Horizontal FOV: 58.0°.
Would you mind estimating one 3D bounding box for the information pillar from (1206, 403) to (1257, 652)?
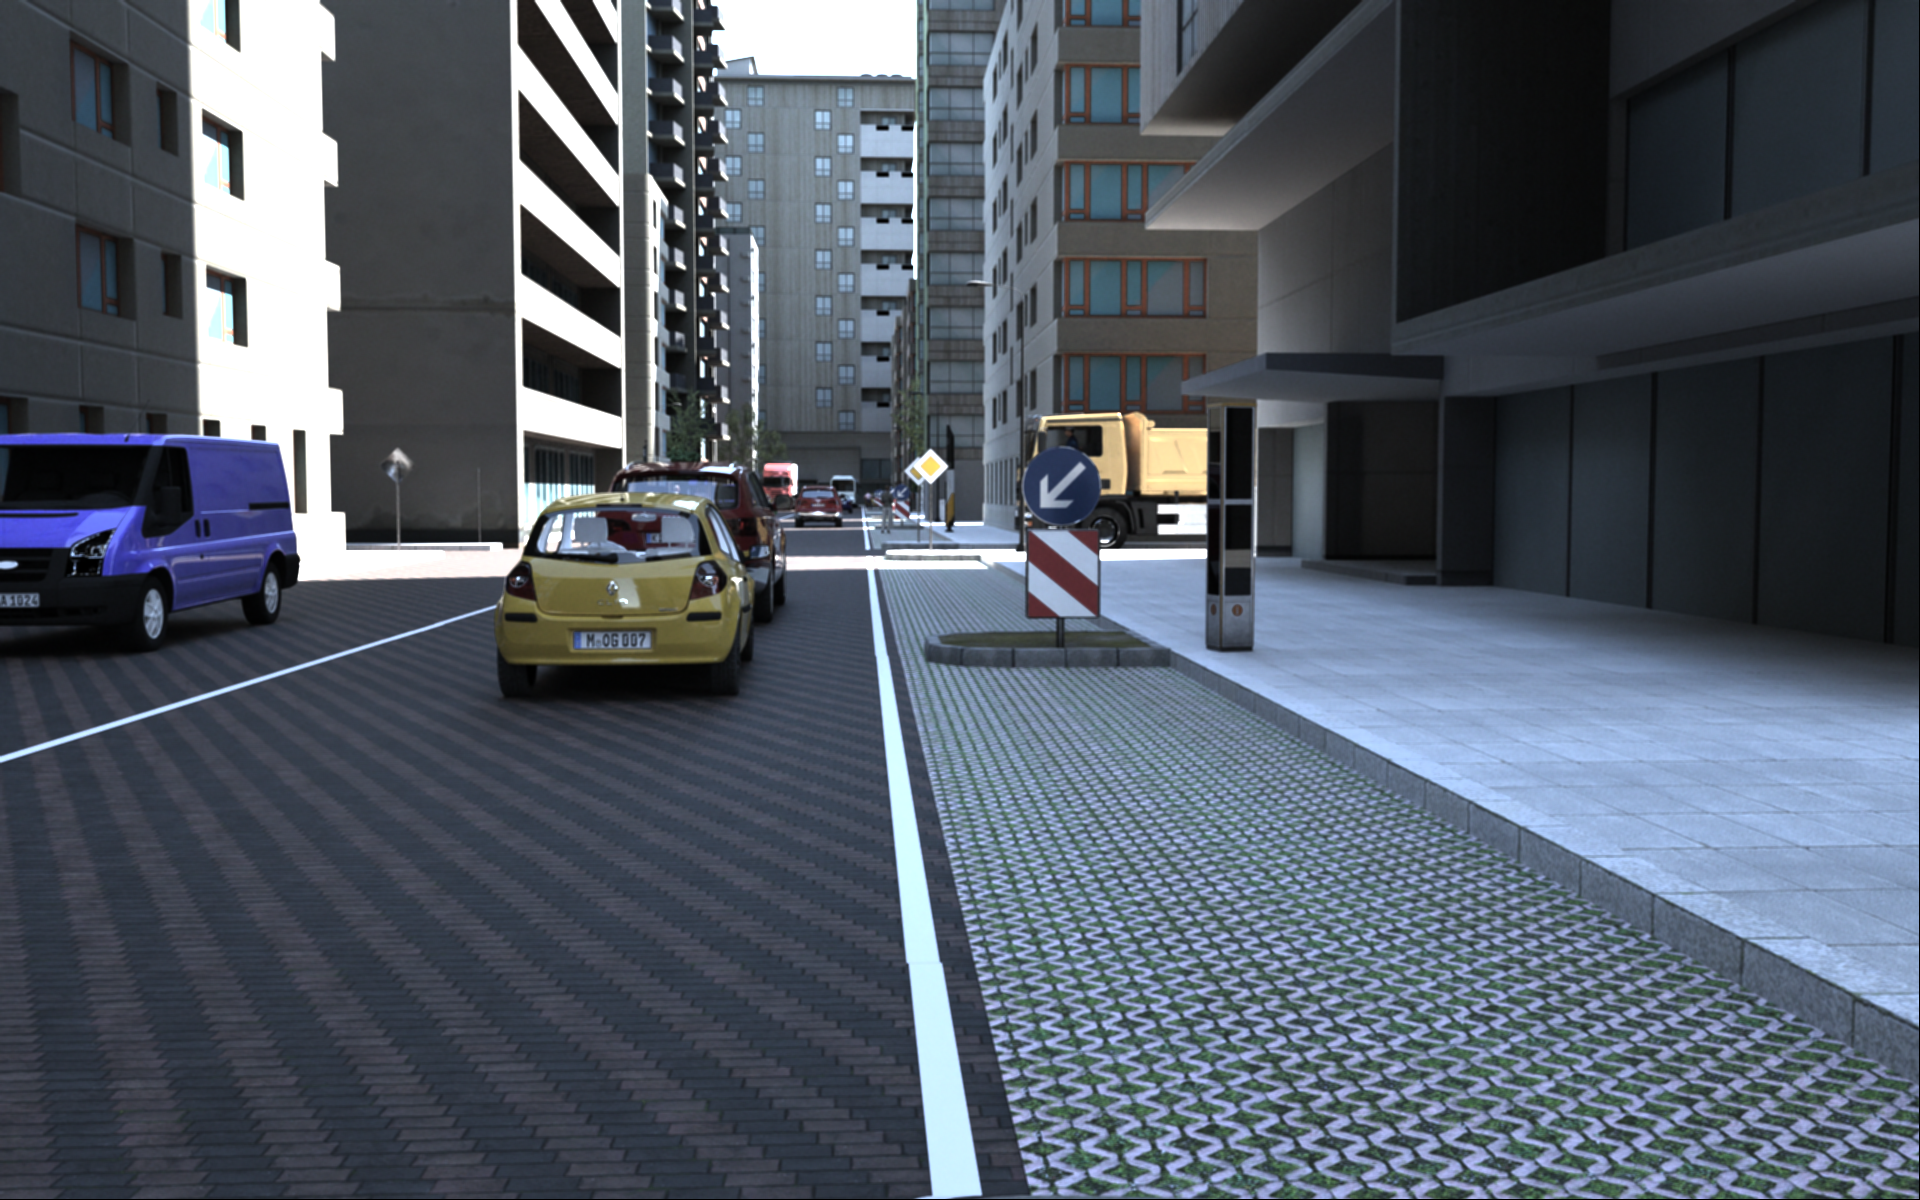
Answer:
[{"bbox_3d":[2.213,-0.592,14.171,0.304,2.012,0.304,-1,4,-16],"label":"information pillar"}]

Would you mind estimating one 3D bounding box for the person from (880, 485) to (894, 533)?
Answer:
[{"bbox_3d":[-2.631,-3.317,63.289,0.519,1.759,0.362,1,4,17],"label":"person"}]

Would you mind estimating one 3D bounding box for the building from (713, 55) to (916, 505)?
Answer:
[{"bbox_3d":[-16.850,-38.439,217.716,27.495,52.752,28.713,0,4,-3],"label":"building"}]

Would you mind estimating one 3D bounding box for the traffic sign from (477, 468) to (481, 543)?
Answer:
[{"bbox_3d":[-12.578,-2.550,45.339,0.795,2.450,0.064,0,4,-3],"label":"traffic sign"}]

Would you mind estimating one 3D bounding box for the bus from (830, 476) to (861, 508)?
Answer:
[{"bbox_3d":[-12.141,-11.553,183.751,2.948,3.499,13.247,0,4,-1],"label":"bus"}]

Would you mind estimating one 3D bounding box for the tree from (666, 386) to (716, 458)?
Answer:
[{"bbox_3d":[-18.603,-10.196,117.075,4.737,8.622,4.395,0,3,0],"label":"tree"}]

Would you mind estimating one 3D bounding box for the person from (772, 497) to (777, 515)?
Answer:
[{"bbox_3d":[-9.177,-4.472,85.865,0.306,1.304,0.590,1,4,10],"label":"person"}]

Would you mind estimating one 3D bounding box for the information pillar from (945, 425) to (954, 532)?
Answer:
[{"bbox_3d":[-0.331,-4.106,58.494,0.183,3.616,0.504,-1,4,-22],"label":"information pillar"}]

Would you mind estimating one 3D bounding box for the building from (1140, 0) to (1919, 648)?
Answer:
[{"bbox_3d":[17.807,-26.491,22.359,28.713,52.752,27.495,0,4,-3],"label":"building"}]

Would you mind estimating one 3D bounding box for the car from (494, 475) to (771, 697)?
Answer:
[{"bbox_3d":[-2.529,-0.214,13.727,2.015,1.641,3.980,0,4,-5],"label":"car"}]

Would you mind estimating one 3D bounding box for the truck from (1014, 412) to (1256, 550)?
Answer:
[{"bbox_3d":[5.430,-2.843,42.409,9.791,3.379,3.469,0,4,-5],"label":"truck"}]

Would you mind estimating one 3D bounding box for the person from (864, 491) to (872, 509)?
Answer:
[{"bbox_3d":[-7.959,-8.653,150.917,0.756,1.711,0.436,1,4,21],"label":"person"}]

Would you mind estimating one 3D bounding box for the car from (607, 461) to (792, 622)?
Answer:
[{"bbox_3d":[-3.191,-0.747,20.885,2.281,1.827,5.304,0,4,-3],"label":"car"}]

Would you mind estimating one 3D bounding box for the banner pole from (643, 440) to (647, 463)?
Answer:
[{"bbox_3d":[-14.500,-5.493,79.834,0.401,3.779,0.863,0,4,1],"label":"banner pole"}]

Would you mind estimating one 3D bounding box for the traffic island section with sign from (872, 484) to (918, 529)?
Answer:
[{"bbox_3d":[-2.486,-3.791,70.612,1.989,1.847,2.006,0,4,-3],"label":"traffic island section with sign"}]

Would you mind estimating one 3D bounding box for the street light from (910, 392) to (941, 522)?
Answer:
[{"bbox_3d":[-1.541,-6.500,78.822,1.470,5.913,1.316,0,4,-3],"label":"street light"}]

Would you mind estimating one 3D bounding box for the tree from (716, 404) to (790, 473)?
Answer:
[{"bbox_3d":[-21.113,-14.643,173.819,8.767,10.594,7.601,0,4,1],"label":"tree"}]

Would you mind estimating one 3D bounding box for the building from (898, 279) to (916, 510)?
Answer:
[{"bbox_3d":[8.926,-18.917,154.330,27.650,21.520,28.899,0,4,-3],"label":"building"}]

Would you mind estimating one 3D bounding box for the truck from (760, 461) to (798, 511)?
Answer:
[{"bbox_3d":[-15.678,-9.928,151.232,2.839,4.237,11.283,0,4,-2],"label":"truck"}]

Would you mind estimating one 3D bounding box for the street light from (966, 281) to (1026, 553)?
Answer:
[{"bbox_3d":[0.828,-4.002,37.970,1.470,5.913,1.316,0,4,-3],"label":"street light"}]

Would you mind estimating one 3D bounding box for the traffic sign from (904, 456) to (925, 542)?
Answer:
[{"bbox_3d":[-1.102,-2.589,45.975,0.795,2.450,0.064,0,4,-3],"label":"traffic sign"}]

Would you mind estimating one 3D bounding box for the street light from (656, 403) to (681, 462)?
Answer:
[{"bbox_3d":[-14.972,-7.111,88.799,1.470,5.913,1.316,0,4,-3],"label":"street light"}]

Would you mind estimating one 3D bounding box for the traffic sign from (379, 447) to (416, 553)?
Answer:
[{"bbox_3d":[-12.121,-2.063,37.367,0.795,2.450,0.064,0,4,-3],"label":"traffic sign"}]

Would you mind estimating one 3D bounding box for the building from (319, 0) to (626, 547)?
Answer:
[{"bbox_3d":[-22.812,-26.307,53.825,21.300,48.544,21.600,0,4,-3],"label":"building"}]

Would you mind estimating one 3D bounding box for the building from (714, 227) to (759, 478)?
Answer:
[{"bbox_3d":[-29.103,-25.503,188.668,14.107,30.474,14.160,0,4,-3],"label":"building"}]

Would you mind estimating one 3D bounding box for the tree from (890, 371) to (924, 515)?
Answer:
[{"bbox_3d":[-2.061,-9.423,104.421,4.737,8.622,4.395,0,3,0],"label":"tree"}]

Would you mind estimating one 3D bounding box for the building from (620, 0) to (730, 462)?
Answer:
[{"bbox_3d":[-29.546,-29.287,133.471,22.147,44.769,28.867,0,4,-3],"label":"building"}]

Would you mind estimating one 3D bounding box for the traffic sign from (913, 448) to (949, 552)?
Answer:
[{"bbox_3d":[-0.644,-2.102,38.003,0.795,2.450,0.064,0,4,-3],"label":"traffic sign"}]

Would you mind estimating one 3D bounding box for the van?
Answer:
[{"bbox_3d":[-8.394,-0.797,17.418,2.240,2.365,5.245,0,4,-5],"label":"van"}]

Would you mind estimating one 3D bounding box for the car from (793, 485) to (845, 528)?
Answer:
[{"bbox_3d":[-6.165,-4.104,75.767,2.281,1.827,5.304,0,4,-4],"label":"car"}]

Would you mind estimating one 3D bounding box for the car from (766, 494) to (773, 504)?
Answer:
[{"bbox_3d":[-15.611,-7.718,136.409,2.015,1.641,3.980,0,4,-4],"label":"car"}]

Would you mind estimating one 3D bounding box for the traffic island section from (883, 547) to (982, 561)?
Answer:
[{"bbox_3d":[-0.621,-0.966,38.081,2.009,0.180,2.903,0,4,-3],"label":"traffic island section"}]

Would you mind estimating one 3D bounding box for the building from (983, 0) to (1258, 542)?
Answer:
[{"bbox_3d":[16.188,-13.130,59.707,28.899,21.520,27.650,0,4,-3],"label":"building"}]

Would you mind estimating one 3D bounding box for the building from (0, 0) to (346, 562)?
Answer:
[{"bbox_3d":[-26.253,-10.720,20.308,28.899,21.520,27.650,0,4,-3],"label":"building"}]

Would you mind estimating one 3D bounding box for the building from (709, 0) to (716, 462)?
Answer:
[{"bbox_3d":[-30.819,-43.981,157.340,20.563,71.187,20.611,0,4,-3],"label":"building"}]

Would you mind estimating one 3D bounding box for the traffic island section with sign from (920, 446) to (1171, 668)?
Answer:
[{"bbox_3d":[0.696,-0.398,15.137,1.989,1.847,2.006,0,4,-3],"label":"traffic island section with sign"}]

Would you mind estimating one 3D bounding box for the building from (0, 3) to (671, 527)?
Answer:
[{"bbox_3d":[-30.209,-14.828,87.469,27.650,21.520,28.899,0,4,-3],"label":"building"}]

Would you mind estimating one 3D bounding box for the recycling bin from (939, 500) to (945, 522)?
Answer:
[{"bbox_3d":[-0.677,-4.150,80.408,0.722,1.027,0.722,-1,4,-8],"label":"recycling bin"}]

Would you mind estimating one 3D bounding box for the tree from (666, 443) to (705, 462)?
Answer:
[{"bbox_3d":[-17.738,-7.773,110.805,4.285,4.588,4.351,0,3,0],"label":"tree"}]

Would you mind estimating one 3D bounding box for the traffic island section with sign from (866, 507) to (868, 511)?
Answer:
[{"bbox_3d":[-6.943,-8.549,148.396,1.989,1.847,2.006,0,4,-3],"label":"traffic island section with sign"}]

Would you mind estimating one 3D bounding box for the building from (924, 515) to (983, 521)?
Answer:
[{"bbox_3d":[5.119,-24.690,87.282,14.154,41.232,14.086,0,4,-3],"label":"building"}]

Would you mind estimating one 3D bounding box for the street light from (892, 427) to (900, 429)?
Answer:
[{"bbox_3d":[-3.997,-9.062,120.701,1.470,5.913,1.316,0,4,-3],"label":"street light"}]

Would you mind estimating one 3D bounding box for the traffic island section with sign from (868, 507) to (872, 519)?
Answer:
[{"bbox_3d":[-4.032,-5.440,97.574,1.989,1.847,2.006,0,4,-3],"label":"traffic island section with sign"}]

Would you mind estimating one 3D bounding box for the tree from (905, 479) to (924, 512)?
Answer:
[{"bbox_3d":[-2.823,-7.911,123.947,1.663,3.219,1.824,0,3,0],"label":"tree"}]

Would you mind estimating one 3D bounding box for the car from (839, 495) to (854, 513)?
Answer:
[{"bbox_3d":[-8.947,-7.175,129.892,1.945,1.354,3.894,0,4,-5],"label":"car"}]

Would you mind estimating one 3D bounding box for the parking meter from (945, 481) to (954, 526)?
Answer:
[{"bbox_3d":[-0.411,-3.873,69.037,0.255,1.863,0.399,2,4,24],"label":"parking meter"}]

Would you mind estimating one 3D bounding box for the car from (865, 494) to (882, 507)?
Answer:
[{"bbox_3d":[-9.047,-10.467,181.362,2.015,1.641,3.980,0,4,-4],"label":"car"}]

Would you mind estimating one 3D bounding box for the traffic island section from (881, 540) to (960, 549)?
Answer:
[{"bbox_3d":[-1.078,-1.454,46.053,2.009,0.180,2.903,0,4,-3],"label":"traffic island section"}]

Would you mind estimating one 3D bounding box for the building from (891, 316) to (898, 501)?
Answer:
[{"bbox_3d":[6.764,-20.711,183.662,27.650,21.520,28.899,0,4,-3],"label":"building"}]
